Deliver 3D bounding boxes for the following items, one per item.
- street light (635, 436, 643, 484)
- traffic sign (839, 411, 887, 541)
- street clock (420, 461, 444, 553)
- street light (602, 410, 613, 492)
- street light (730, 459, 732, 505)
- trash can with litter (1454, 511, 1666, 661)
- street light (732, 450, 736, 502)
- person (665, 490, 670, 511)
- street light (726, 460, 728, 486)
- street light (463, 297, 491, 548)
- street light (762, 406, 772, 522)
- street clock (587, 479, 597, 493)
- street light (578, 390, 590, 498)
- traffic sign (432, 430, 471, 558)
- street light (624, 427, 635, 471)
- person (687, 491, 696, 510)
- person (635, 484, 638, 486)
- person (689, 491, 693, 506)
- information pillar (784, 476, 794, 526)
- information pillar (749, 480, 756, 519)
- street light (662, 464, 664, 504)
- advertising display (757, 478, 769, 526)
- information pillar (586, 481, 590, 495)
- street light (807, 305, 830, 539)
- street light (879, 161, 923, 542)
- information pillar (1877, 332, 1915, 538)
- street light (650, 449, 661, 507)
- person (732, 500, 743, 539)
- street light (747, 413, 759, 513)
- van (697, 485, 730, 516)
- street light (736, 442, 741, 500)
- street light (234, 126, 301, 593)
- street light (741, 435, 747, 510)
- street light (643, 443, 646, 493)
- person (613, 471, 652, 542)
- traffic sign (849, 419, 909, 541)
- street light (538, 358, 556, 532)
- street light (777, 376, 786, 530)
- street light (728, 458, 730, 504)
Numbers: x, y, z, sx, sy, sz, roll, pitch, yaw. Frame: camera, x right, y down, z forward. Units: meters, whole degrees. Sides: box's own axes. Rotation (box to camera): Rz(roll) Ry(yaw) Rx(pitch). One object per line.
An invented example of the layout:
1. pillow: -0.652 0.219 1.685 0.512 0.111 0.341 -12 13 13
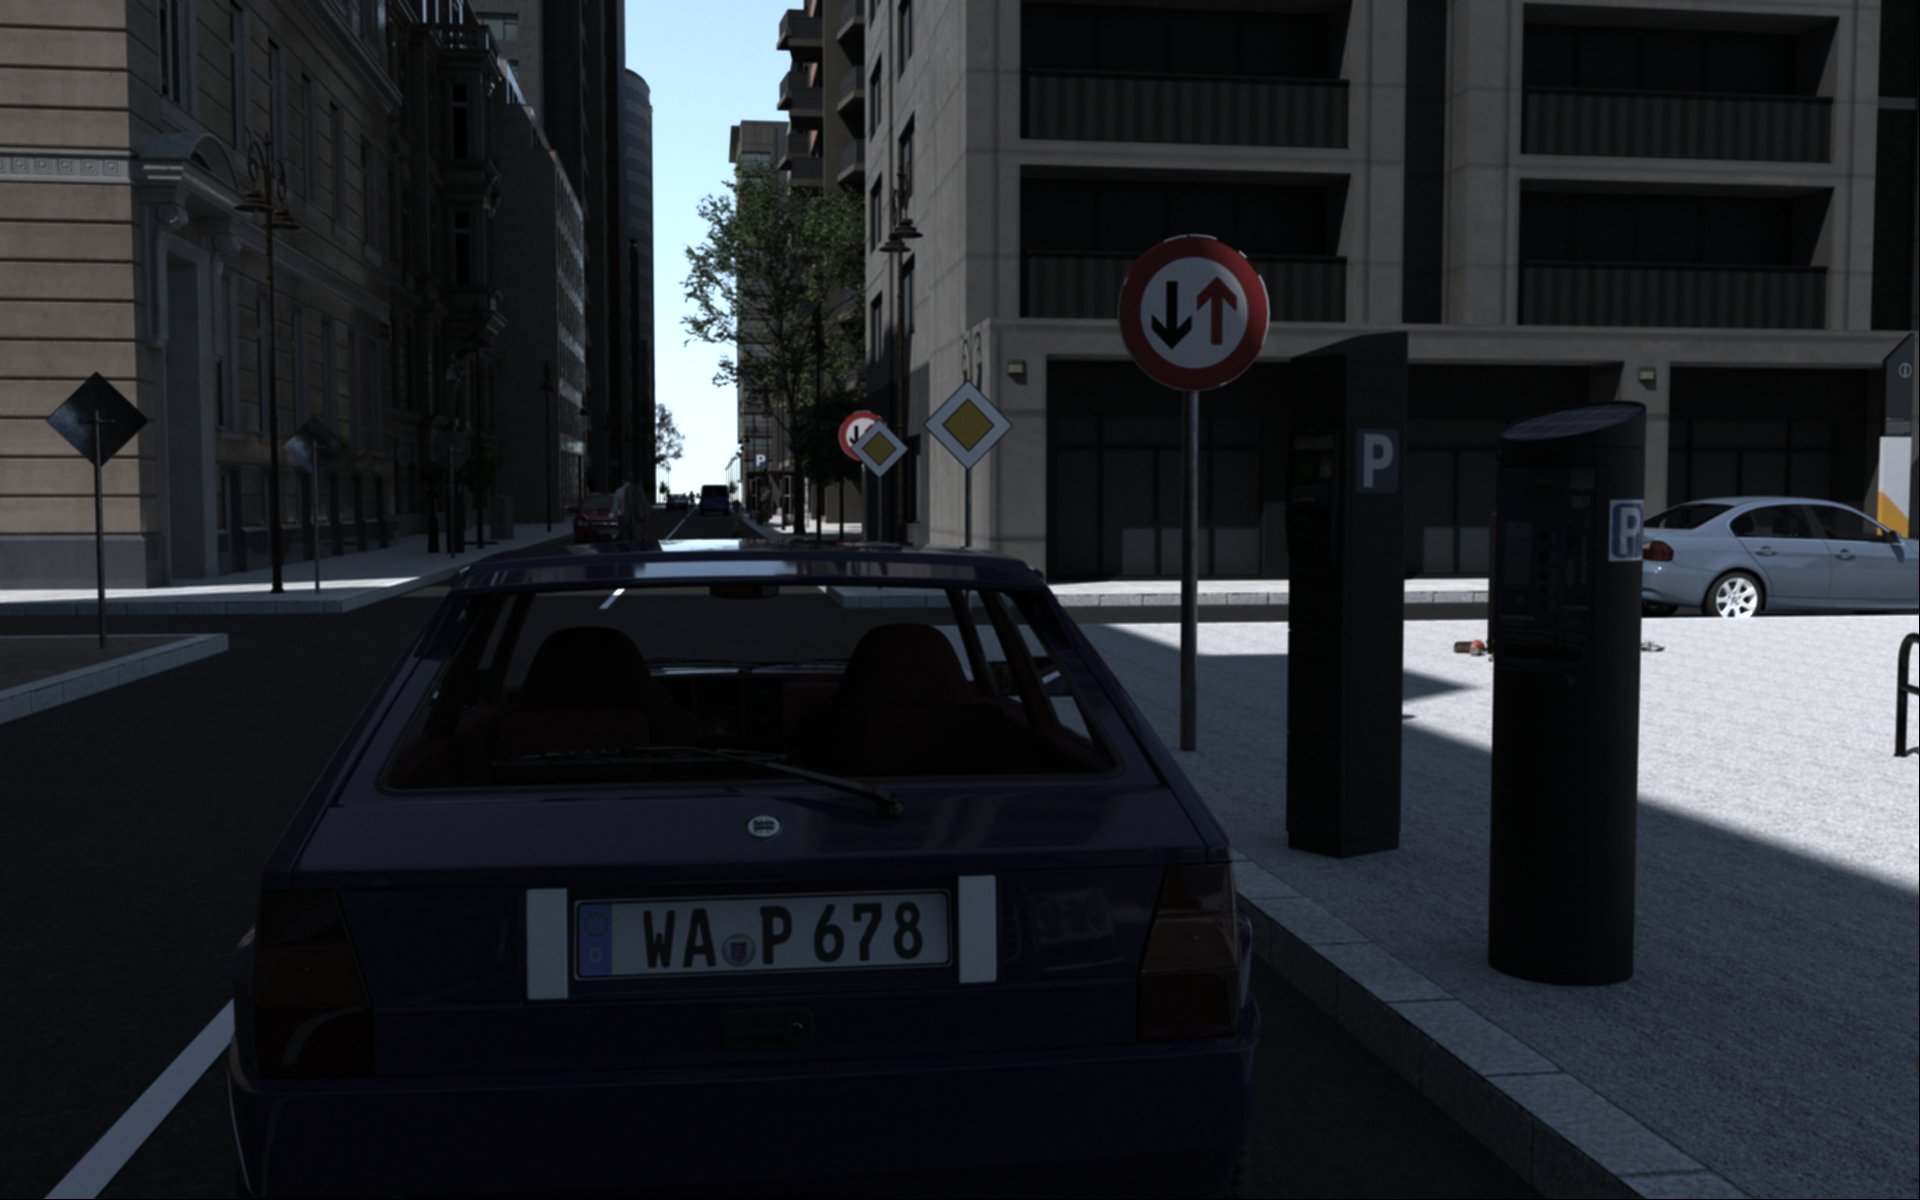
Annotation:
1. street light: -25.107 -9.883 134.373 0.468 5.910 1.993 -1 4 -8
2. traffic sign: -1.467 -1.616 26.534 0.768 2.556 0.104 0 4 1
3. street clock: -11.527 -2.036 37.867 0.471 2.002 0.358 0 4 3
4. street light: -19.834 -7.662 98.055 0.468 5.910 1.993 -1 4 -8
5. street light: -22.448 -12.247 173.029 0.468 5.910 1.993 -1 4 -8
6. trash can with litter: 4.890 -0.178 13.961 2.233 1.210 1.678 -1 4 -20
7. street light: -19.791 -11.106 154.374 0.468 5.910 1.993 -1 4 -8
8. person: -24.531 -8.382 146.068 0.721 1.766 1.217 2 4 27
9. street light: -26.548 -13.952 200.904 0.468 5.910 1.993 -1 4 -8
10. street light: -11.362 -4.165 40.884 0.468 5.910 1.993 -1 4 -8
11. street light: -8.806 -6.510 79.223 0.468 5.910 1.993 -1 4 -8
12. street clock: -17.408 -4.730 81.904 0.471 2.002 0.358 3 4 37
13. street light: -16.718 -6.380 77.105 0.468 5.910 1.993 -1 4 -8
14. traffic sign: -10.177 -2.114 34.677 0.768 2.556 0.104 0 4 -3
15. street light: -22.324 -8.781 116.353 0.468 5.910 1.993 -1 4 -8
16. person: -23.453 -8.703 151.739 0.756 1.711 0.436 1 4 16
17. person: -11.575 -3.230 61.666 0.721 1.781 0.623 -1 4 -20
18. person: -33.222 -12.556 213.884 0.705 1.812 1.348 -3 5 -40
19. information pillar: -6.981 -4.049 70.692 0.304 2.012 0.304 2 4 25
20. information pillar: -10.635 -5.165 88.941 0.304 2.012 0.304 -2 4 -24
21. street light: -34.432 -13.801 198.432 0.468 5.910 1.993 -1 4 -8
22. advertising display: -8.050 -4.007 70.727 0.123 1.923 0.974 1 4 16
23. information pillar: -20.508 -5.531 94.928 0.304 2.012 0.304 2 4 31
24. street light: -3.478 -4.265 42.525 0.468 5.910 1.993 -1 4 -8
25. street light: -0.840 -3.162 24.484 0.468 5.910 1.993 -1 4 -8
26. information pillar: 13.561 -2.063 25.091 0.504 3.616 0.183 -1 4 -14
27. street light: -31.716 -12.695 180.350 0.468 5.910 1.993 -1 4 -8
28. person: -4.809 -1.516 37.540 0.306 1.304 0.590 2 4 24
29. street light: -11.810 -7.747 99.447 0.468 5.910 1.993 -1 4 -8
30. van: -16.565 -6.861 116.557 2.240 2.365 5.245 -1 4 -9
31. street light: -17.171 -10.003 136.330 0.468 5.910 1.993 -1 4 -8
32. street light: -8.852 -3.027 22.287 0.468 5.910 1.993 -1 4 -8
33. street light: -14.434 -8.864 117.714 0.468 5.910 1.993 -1 4 -8
34. street light: -27.923 -11.041 153.300 0.468 5.910 1.993 -1 4 -8
35. person: -5.776 -1.340 30.513 0.679 1.850 0.850 -1 4 -16
36. traffic sign: -1.084 -1.197 23.221 0.795 2.450 0.064 -1 4 -8
37. street light: -14.053 -5.277 59.068 0.468 5.910 1.993 -1 4 -8
38. street light: -6.254 -5.406 61.170 0.468 5.910 1.993 -1 4 -8
39. street light: -23.986 -12.848 182.852 0.468 5.910 1.993 -1 4 -8
